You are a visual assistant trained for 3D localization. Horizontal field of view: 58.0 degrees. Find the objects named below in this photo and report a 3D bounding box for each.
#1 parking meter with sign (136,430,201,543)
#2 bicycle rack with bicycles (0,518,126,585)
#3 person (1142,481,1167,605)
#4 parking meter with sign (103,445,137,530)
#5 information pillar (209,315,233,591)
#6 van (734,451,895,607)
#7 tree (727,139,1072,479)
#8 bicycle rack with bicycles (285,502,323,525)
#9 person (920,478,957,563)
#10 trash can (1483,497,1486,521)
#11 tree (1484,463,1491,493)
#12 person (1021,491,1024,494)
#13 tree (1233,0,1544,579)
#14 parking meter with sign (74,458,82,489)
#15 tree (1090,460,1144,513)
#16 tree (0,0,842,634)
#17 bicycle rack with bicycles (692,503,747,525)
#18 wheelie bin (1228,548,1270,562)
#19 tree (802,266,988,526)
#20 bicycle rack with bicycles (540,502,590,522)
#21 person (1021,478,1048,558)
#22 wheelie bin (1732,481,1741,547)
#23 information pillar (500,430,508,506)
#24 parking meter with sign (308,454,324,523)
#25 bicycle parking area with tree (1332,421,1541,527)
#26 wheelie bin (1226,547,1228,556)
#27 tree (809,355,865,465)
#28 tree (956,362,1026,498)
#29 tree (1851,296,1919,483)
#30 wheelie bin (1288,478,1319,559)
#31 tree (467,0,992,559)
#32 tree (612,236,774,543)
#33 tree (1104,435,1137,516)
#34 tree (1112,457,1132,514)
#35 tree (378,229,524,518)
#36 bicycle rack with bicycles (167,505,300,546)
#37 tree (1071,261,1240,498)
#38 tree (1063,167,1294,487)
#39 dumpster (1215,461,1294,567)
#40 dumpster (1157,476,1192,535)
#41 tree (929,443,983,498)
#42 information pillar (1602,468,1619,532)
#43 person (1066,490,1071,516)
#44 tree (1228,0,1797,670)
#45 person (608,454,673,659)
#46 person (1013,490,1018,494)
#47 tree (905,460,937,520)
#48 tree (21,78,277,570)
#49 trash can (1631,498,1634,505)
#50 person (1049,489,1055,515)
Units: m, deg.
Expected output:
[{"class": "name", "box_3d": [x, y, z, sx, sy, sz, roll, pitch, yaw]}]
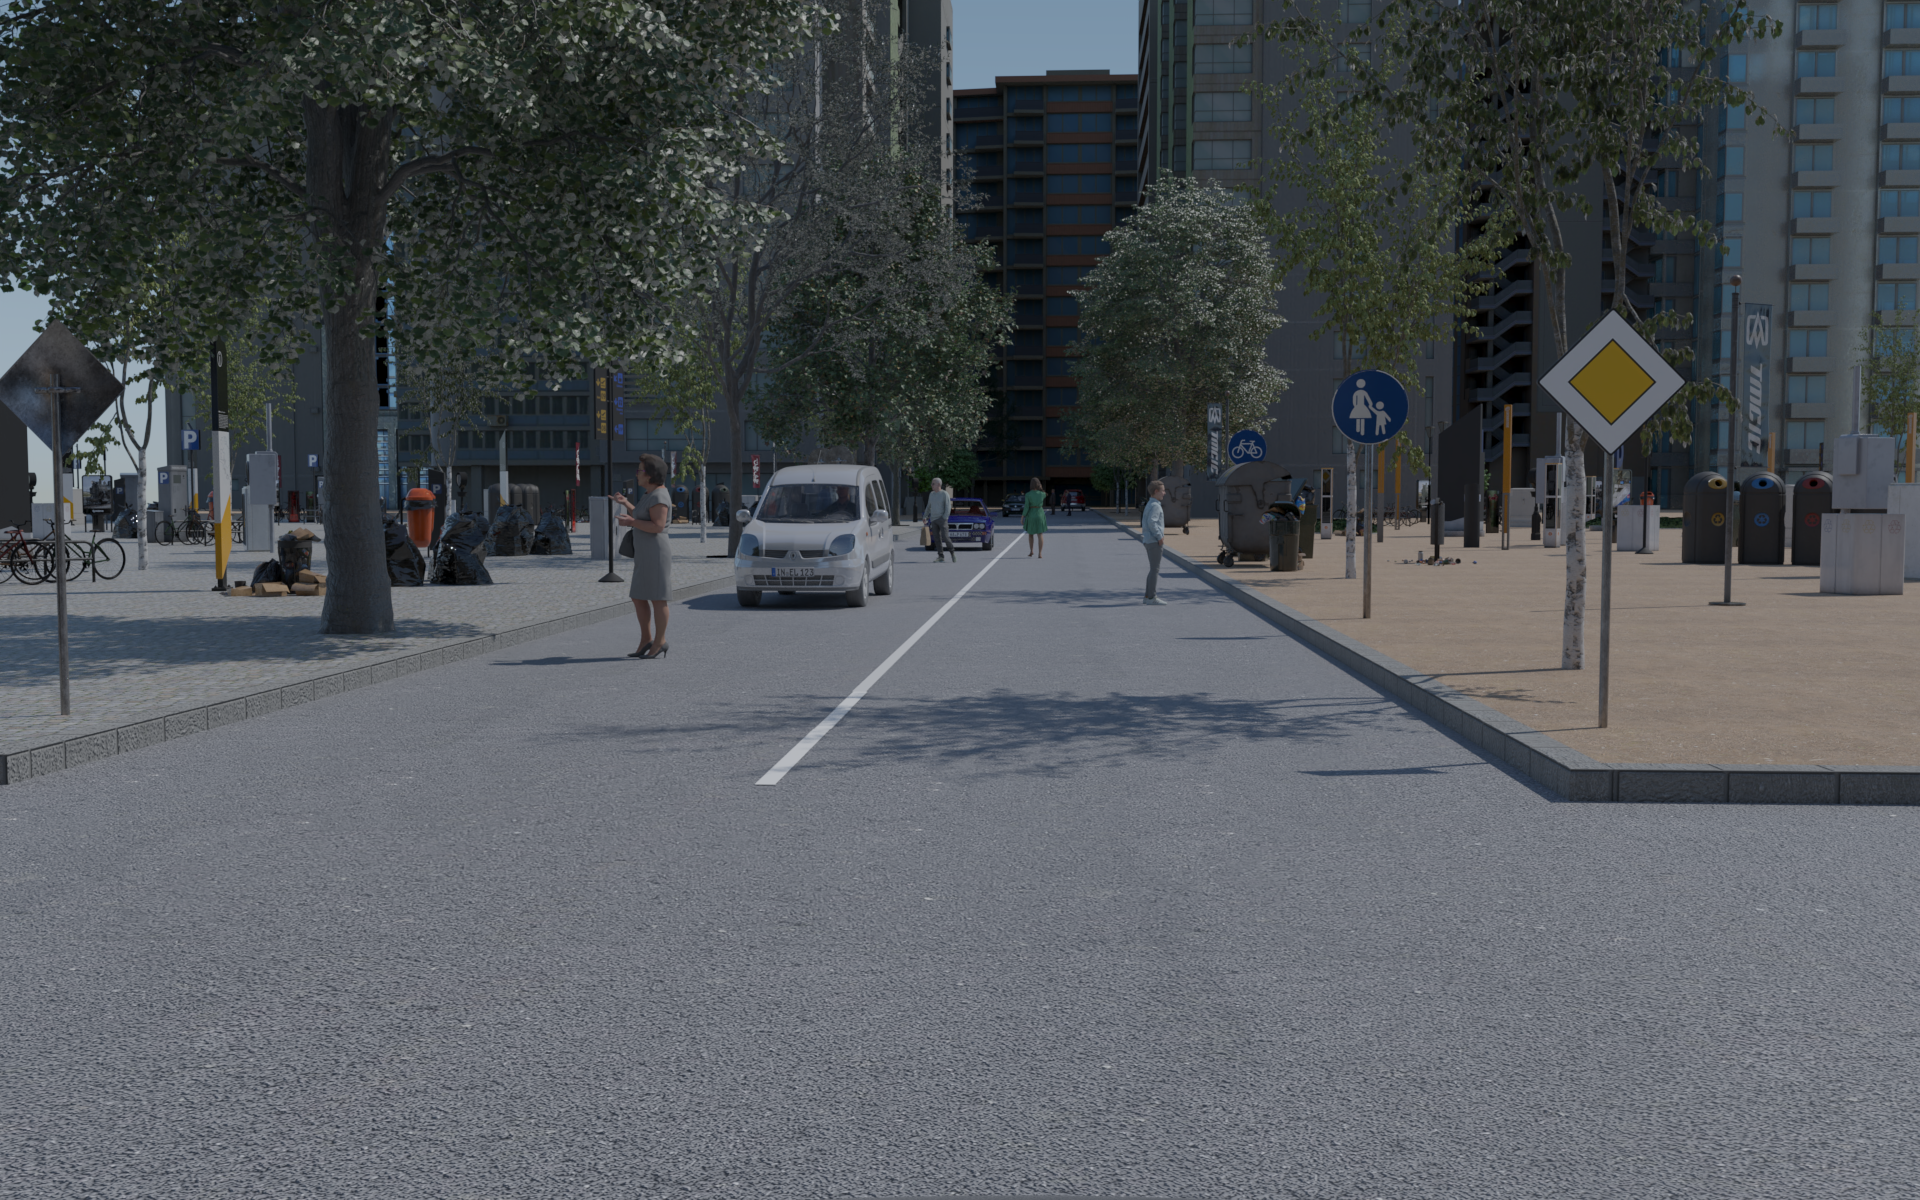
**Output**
[{"class": "parking meter with sign", "box_3d": [-20.988, -3.048, 46.095, 0.543, 3.016, 1.738, 1, 4, 14]}, {"class": "bicycle rack with bicycles", "box_3d": [-13.630, -0.718, 25.117, 2.852, 0.926, 2.925, 3, 5, 43]}, {"class": "person", "box_3d": [2.516, -0.738, 22.377, 0.330, 1.601, 0.589, 0, 4, 6]}, {"class": "parking meter with sign", "box_3d": [-29.587, -4.011, 61.838, 1.738, 3.016, 0.543, -2, 4, -25]}, {"class": "information pillar", "box_3d": [-9.803, -1.933, 22.966, 0.183, 3.616, 0.504, 0, 4, -8]}, {"class": "van", "box_3d": [-1.896, -0.999, 23.346, 2.013, 2.044, 4.112, 0, 4, 5]}, {"class": "tree", "box_3d": [-2.873, -8.454, 55.225, 9.611, 12.733, 9.660, 0, 3, 0]}, {"class": "bicycle rack with bicycles", "box_3d": [-31.578, -4.099, 80.398, 2.852, 0.926, 2.925, 2, 4, 27]}, {"class": "person", "box_3d": [-0.480, -1.674, 36.350, 0.782, 1.767, 0.515, 3, 4, 38]}, {"class": "trash can", "box_3d": [25.019, -4.304, 82.027, 0.748, 1.137, 0.748, 0, 3, 0]}, {"class": "tree", "box_3d": [22.781, -4.996, 76.286, 1.663, 3.219, 1.824, 0, 3, 0]}, {"class": "person", "box_3d": [5.518, -8.914, 155.030, 0.721, 1.735, 1.217, 1, 4, 23]}, {"class": "tree", "box_3d": [6.117, -4.618, 25.873, 4.737, 8.622, 4.395, 0, 3, 0]}, {"class": "parking meter with sign", "box_3d": [-41.643, -5.325, 83.330, 0.543, 3.016, 1.738, 2, 4, 31]}, {"class": "tree", "box_3d": [10.977, -8.237, 118.386, 4.285, 4.588, 4.351, 0, 3, 0]}, {"class": "tree", "box_3d": [-5.523, -6.675, 15.793, 9.857, 13.997, 8.962, 0, 3, 0]}, {"class": "bicycle rack with bicycles", "box_3d": [-10.034, -3.597, 72.198, 2.852, 0.926, 2.925, 0, 4, -2]}, {"class": "wheelie bin", "box_3d": [5.590, -1.540, 33.084, 0.693, 1.594, 0.980, 1, 4, 18]}, {"class": "tree", "box_3d": [-2.678, -8.754, 68.884, 9.928, 11.665, 9.643, 0, 3, 0]}, {"class": "bicycle rack with bicycles", "box_3d": [-18.034, -4.086, 80.192, 2.925, 0.926, 2.852, 2, 4, 27]}, {"class": "person", "box_3d": [1.681, -1.835, 38.743, 0.600, 1.795, 0.529, -1, 4, -17]}, {"class": "wheelie bin", "box_3d": [18.623, -2.089, 42.070, 0.693, 1.594, 0.980, -3, 4, -39]}, {"class": "information pillar", "box_3d": [-16.683, -4.406, 63.396, 0.183, 3.616, 0.504, -3, 5, -41]}, {"class": "parking meter with sign", "box_3d": [-28.096, -4.933, 76.907, 0.543, 3.016, 1.738, 1, 4, 21]}, {"class": "bicycle parking area with tree", "box_3d": [19.275, -5.124, 70.783, 9.016, 4.147, 8.231, 1, 4, 23]}, {"class": "wheelie bin", "box_3d": [5.801, -1.703, 35.744, 0.980, 1.594, 0.693, -1, 4, -14]}, {"class": "tree", "box_3d": [-5.214, -7.964, 80.567, 4.737, 8.622, 4.395, 0, 3, 0]}, {"class": "tree", "box_3d": [1.116, -11.303, 119.214, 7.601, 10.594, 8.767, 0, 4, 8]}, {"class": "tree", "box_3d": [35.524, -7.025, 65.215, 4.737, 8.622, 4.395, 0, 3, 0]}, {"class": "wheelie bin", "box_3d": [6.719, -1.630, 34.567, 0.693, 1.594, 0.980, -1, 4, -21]}, {"class": "tree", "box_3d": [-4.472, -7.580, 34.299, 12.009, 13.543, 11.850, 0, 3, 0]}, {"class": "tree", "box_3d": [-6.995, -5.808, 45.316, 4.737, 8.622, 4.395, 0, 3, 0]}, {"class": "tree", "box_3d": [9.515, -9.193, 100.670, 4.737, 8.622, 4.395, 0, 3, 0]}, {"class": "tree", "box_3d": [10.357, -9.840, 111.242, 4.360, 8.622, 3.978, 0, 3, 0]}, {"class": "tree", "box_3d": [-14.051, -5.948, 47.609, 4.360, 8.622, 3.978, 0, 3, 0]}, {"class": "bicycle rack with bicycles", "box_3d": [-18.770, -1.846, 43.571, 2.852, 0.926, 2.925, 3, 5, 42]}, {"class": "tree", "box_3d": [9.285, -10.176, 83.378, 9.611, 12.733, 9.660, 0, 3, 0]}, {"class": "tree", "box_3d": [8.775, -9.946, 69.272, 9.857, 13.997, 8.962, 0, 3, 0]}, {"class": "dumpster", "box_3d": [5.252, -1.537, 30.889, 1.264, 1.857, 1.865, 0, 4, 3]}, {"class": "dumpster", "box_3d": [6.722, -3.011, 54.989, 1.264, 1.857, 1.865, 0, 4, 4]}, {"class": "tree", "box_3d": [-0.223, -7.183, 101.149, 4.285, 4.588, 4.351, 0, 3, 0]}, {"class": "information pillar", "box_3d": [18.523, -2.741, 49.307, 0.304, 2.012, 0.304, -1, 4, -12]}, {"class": "person", "box_3d": [7.095, -6.336, 113.019, 0.530, 1.710, 0.541, 2, 4, 31]}, {"class": "tree", "box_3d": [4.303, -3.790, 12.327, 4.360, 8.622, 3.978, 0, 3, 0]}, {"class": "person", "box_3d": [-2.798, -0.383, 15.116, 0.532, 1.782, 0.716, -1, 4, -22]}, {"class": "person", "box_3d": [4.558, -8.274, 143.800, 1.348, 1.821, 0.705, -1, 4, -21]}, {"class": "tree", "box_3d": [-1.999, -5.659, 87.126, 1.663, 3.219, 1.824, 0, 3, 0]}, {"class": "tree", "box_3d": [-13.770, -4.823, 29.215, 4.737, 8.622, 4.395, 0, 3, 0]}, {"class": "trash can", "box_3d": [27.270, -3.633, 71.058, 0.748, 1.137, 0.748, 0, 3, 0]}, {"class": "person", "box_3d": [6.392, -6.773, 119.797, 0.434, 1.755, 0.990, 0, 4, -5]}]
